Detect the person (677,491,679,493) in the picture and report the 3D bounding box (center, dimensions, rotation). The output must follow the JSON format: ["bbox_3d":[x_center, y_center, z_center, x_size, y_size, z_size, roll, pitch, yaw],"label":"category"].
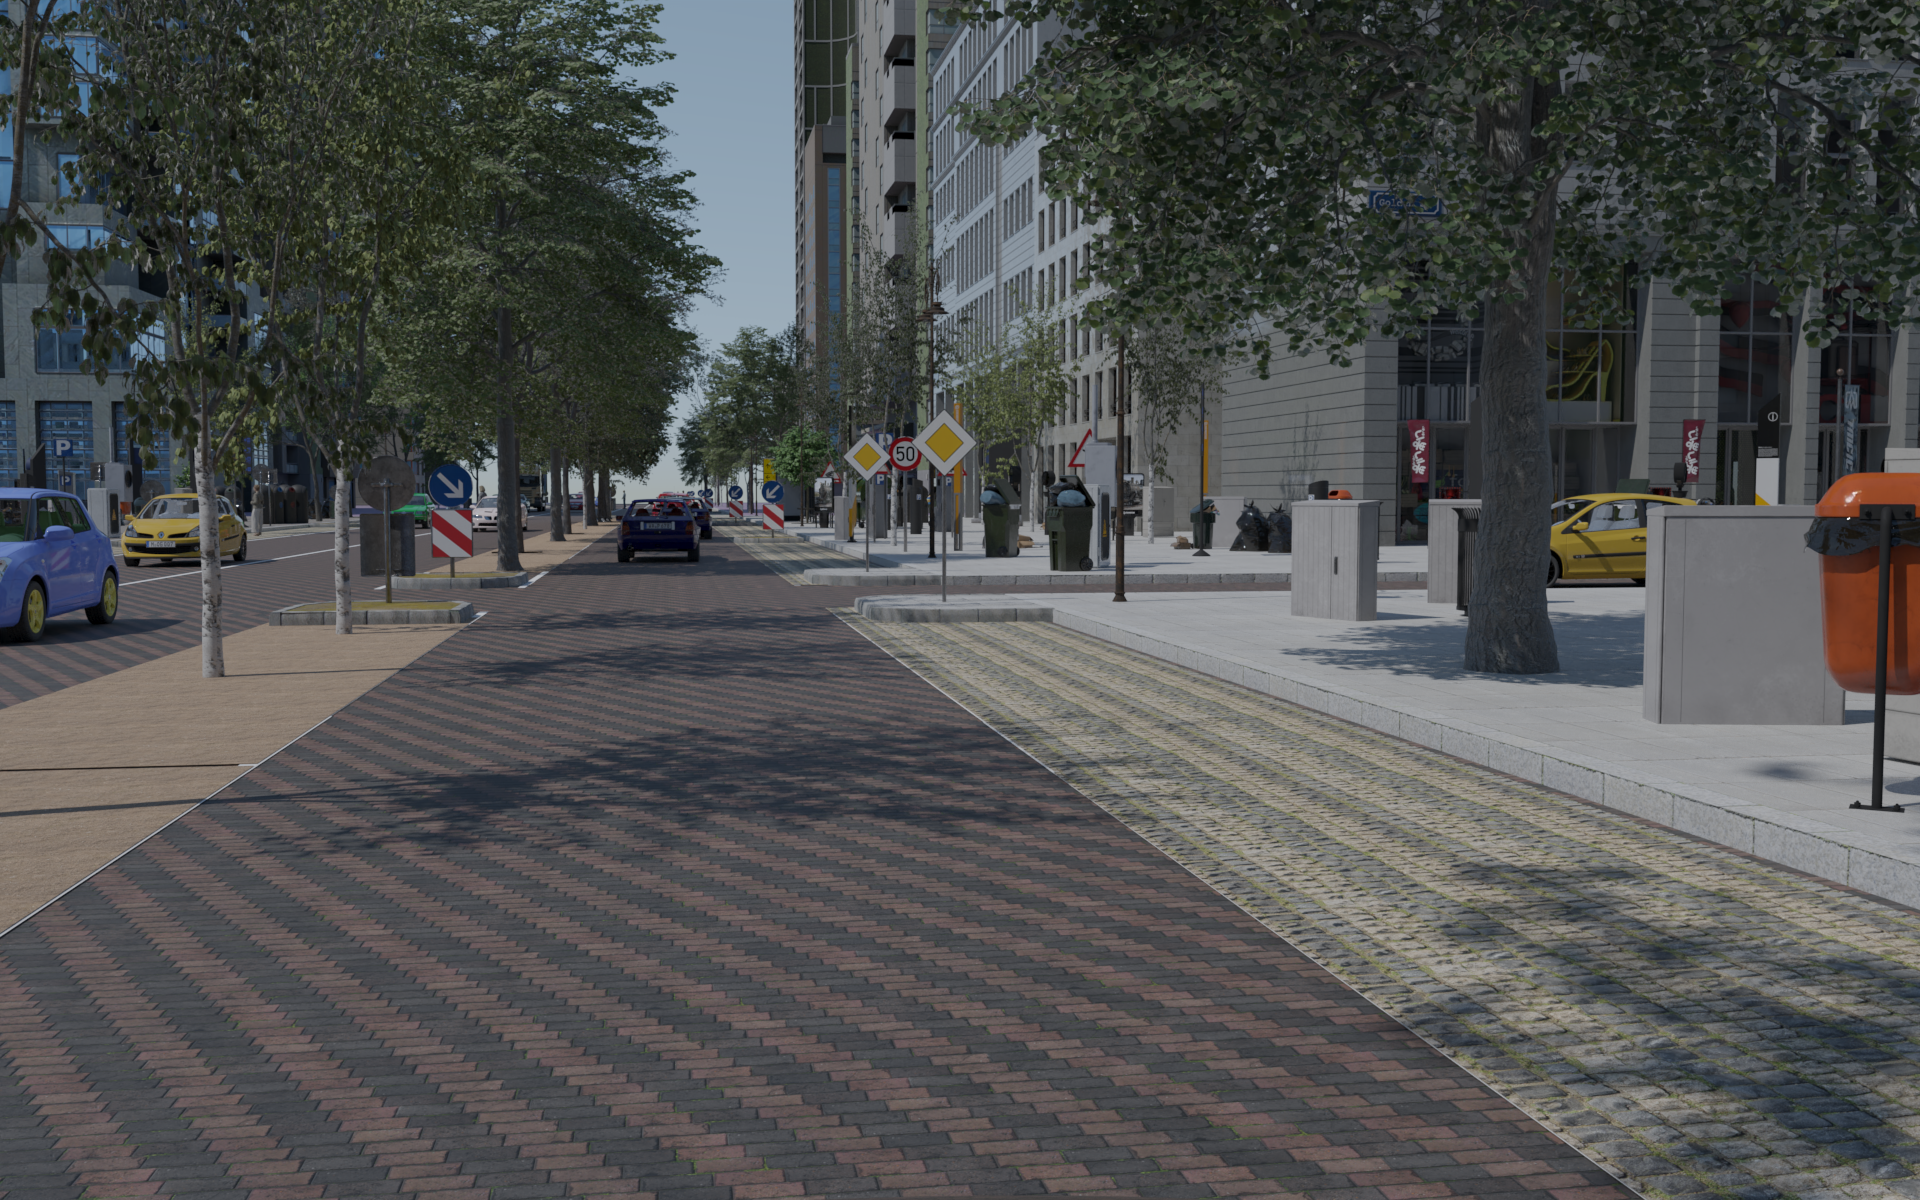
[{"bbox_3d":[-40.435,-14.664,248.243,1.348,1.826,0.705,3,5,40],"label":"person"}]

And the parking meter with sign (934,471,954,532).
[{"bbox_3d":[-0.486,-3.818,58.686,0.543,3.016,1.738,-1,4,-20],"label":"parking meter with sign"}]

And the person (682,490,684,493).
[{"bbox_3d":[-30.605,-11.214,191.814,0.705,1.831,1.348,-2,4,-30],"label":"person"}]

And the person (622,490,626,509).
[{"bbox_3d":[-32.921,-9.854,169.702,0.705,1.814,1.350,0,4,0],"label":"person"}]

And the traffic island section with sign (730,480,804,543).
[{"bbox_3d":[-5.661,-2.592,51.011,1.989,1.847,2.006,-1,4,-10],"label":"traffic island section with sign"}]

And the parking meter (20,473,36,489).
[{"bbox_3d":[-26.368,-2.650,49.042,0.255,1.863,0.399,0,4,5],"label":"parking meter"}]

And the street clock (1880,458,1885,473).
[{"bbox_3d":[17.932,-1.760,33.349,0.358,2.002,0.471,0,4,0],"label":"street clock"}]

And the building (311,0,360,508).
[{"bbox_3d":[-59.823,-30.398,147.122,14.600,45.320,14.200,-1,4,-10],"label":"building"}]

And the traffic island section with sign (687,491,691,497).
[{"bbox_3d":[-23.045,-8.859,153.476,1.989,1.847,2.006,-1,4,-10],"label":"traffic island section with sign"}]

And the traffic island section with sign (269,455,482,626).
[{"bbox_3d":[-6.635,-0.711,19.765,2.006,1.907,1.989,-1,4,-10],"label":"traffic island section with sign"}]

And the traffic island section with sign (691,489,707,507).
[{"bbox_3d":[-18.460,-7.207,126.462,1.989,1.847,2.006,-1,4,-10],"label":"traffic island section with sign"}]

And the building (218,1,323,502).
[{"bbox_3d":[-58.089,-27.500,133.223,14.154,41.232,14.086,-1,4,-10],"label":"building"}]

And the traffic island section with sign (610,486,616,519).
[{"bbox_3d":[-20.431,-5.689,101.154,2.006,1.907,1.989,-1,4,-10],"label":"traffic island section with sign"}]

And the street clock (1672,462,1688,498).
[{"bbox_3d":[16.504,-2.150,39.721,0.358,2.002,0.471,2,4,32],"label":"street clock"}]

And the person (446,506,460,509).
[{"bbox_3d":[-13.111,-2.213,44.952,0.793,1.790,0.793,-3,5,-43],"label":"person"}]

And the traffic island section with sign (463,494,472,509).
[{"bbox_3d":[-35.298,-7.073,124.268,1.989,1.847,2.006,-1,4,-10],"label":"traffic island section with sign"}]

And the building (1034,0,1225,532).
[{"bbox_3d":[9.724,-12.998,67.276,10.420,20.320,16.860,-1,4,-10],"label":"building"}]

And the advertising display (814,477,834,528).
[{"bbox_3d":[-5.120,-3.673,65.264,0.974,1.923,0.123,3,5,40],"label":"advertising display"}]

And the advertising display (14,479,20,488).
[{"bbox_3d":[-40.257,-4.219,74.196,0.123,1.923,0.974,-1,4,-10],"label":"advertising display"}]

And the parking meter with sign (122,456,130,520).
[{"bbox_3d":[-37.933,-5.022,78.366,1.738,3.016,0.543,2,4,26],"label":"parking meter with sign"}]

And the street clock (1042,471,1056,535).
[{"bbox_3d":[2.764,-3.027,54.055,0.358,2.002,0.471,-2,4,-31],"label":"street clock"}]

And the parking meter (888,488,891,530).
[{"bbox_3d":[-2.514,-3.237,61.334,0.372,1.533,0.369,0,3,0],"label":"parking meter"}]

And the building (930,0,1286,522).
[{"bbox_3d":[6.180,-19.149,90.583,11.434,29.767,29.804,-1,4,-10],"label":"building"}]

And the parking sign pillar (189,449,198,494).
[{"bbox_3d":[-29.989,-4.891,68.435,1.447,3.967,1.447,0,4,-5],"label":"parking sign pillar"}]

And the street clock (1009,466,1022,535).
[{"bbox_3d":[1.404,-2.428,44.274,0.358,2.002,0.471,-1,4,-10],"label":"street clock"}]

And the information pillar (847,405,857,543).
[{"bbox_3d":[-2.849,-3.333,45.852,0.183,3.616,0.504,1,4,11],"label":"information pillar"}]

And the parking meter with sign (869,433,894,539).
[{"bbox_3d":[-2.343,-3.298,50.189,0.543,3.016,1.738,-1,4,-14],"label":"parking meter with sign"}]

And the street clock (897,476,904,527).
[{"bbox_3d":[-2.353,-3.878,67.971,0.358,2.002,0.471,2,4,27],"label":"street clock"}]

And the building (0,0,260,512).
[{"bbox_3d":[-57.300,-48.708,109.049,22.319,86.520,31.000,-1,4,-10],"label":"building"}]

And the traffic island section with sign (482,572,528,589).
[{"bbox_3d":[-7.863,-1.158,27.070,2.006,1.907,1.989,-1,4,-10],"label":"traffic island section with sign"}]

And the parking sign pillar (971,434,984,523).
[{"bbox_3d":[1.205,-5.374,76.335,1.447,3.967,1.447,1,4,17],"label":"parking sign pillar"}]

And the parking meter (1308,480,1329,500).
[{"bbox_3d":[6.661,-1.456,32.220,0.372,1.533,0.369,0,3,0],"label":"parking meter"}]

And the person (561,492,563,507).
[{"bbox_3d":[-44.012,-11.130,191.297,1.217,1.723,0.721,3,5,42],"label":"person"}]

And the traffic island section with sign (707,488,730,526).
[{"bbox_3d":[-10.175,-4.218,77.587,1.989,1.847,2.006,-1,4,-10],"label":"traffic island section with sign"}]

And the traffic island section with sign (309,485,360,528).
[{"bbox_3d":[-26.882,-4.039,74.670,1.989,1.847,2.006,-1,4,-10],"label":"traffic island section with sign"}]

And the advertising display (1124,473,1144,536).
[{"bbox_3d":[5.155,-2.925,53.043,0.974,1.923,0.123,0,4,4],"label":"advertising display"}]

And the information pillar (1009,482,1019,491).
[{"bbox_3d":[1.983,-3.613,63.568,0.304,2.012,0.304,-2,4,-25],"label":"information pillar"}]

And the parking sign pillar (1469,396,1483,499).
[{"bbox_3d":[13.170,-3.239,41.424,1.447,3.967,1.447,-1,4,-16],"label":"parking sign pillar"}]

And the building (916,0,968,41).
[{"bbox_3d":[3.710,-26.752,120.995,14.154,41.232,14.086,-1,4,-10],"label":"building"}]

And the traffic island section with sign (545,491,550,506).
[{"bbox_3d":[-48.932,-11.998,204.795,1.989,1.847,2.006,-1,4,-10],"label":"traffic island section with sign"}]

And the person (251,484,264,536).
[{"bbox_3d":[-23.834,-3.036,58.687,0.362,1.759,0.519,1,4,10],"label":"person"}]

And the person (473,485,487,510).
[{"bbox_3d":[-20.356,-3.979,73.734,0.728,1.800,0.709,1,4,22],"label":"person"}]

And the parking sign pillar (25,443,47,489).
[{"bbox_3d":[-48.515,-6.267,90.937,1.447,3.967,1.447,0,4,0],"label":"parking sign pillar"}]

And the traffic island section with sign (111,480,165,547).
[{"bbox_3d":[-22.287,-2.384,47.604,1.989,1.847,2.006,-1,4,-10],"label":"traffic island section with sign"}]

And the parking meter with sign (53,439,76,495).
[{"bbox_3d":[-28.686,-3.636,55.701,0.543,3.016,1.738,-1,4,-20],"label":"parking meter with sign"}]

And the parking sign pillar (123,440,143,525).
[{"bbox_3d":[-34.630,-5.153,72.722,1.447,3.967,1.447,-2,4,-28],"label":"parking sign pillar"}]

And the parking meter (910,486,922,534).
[{"bbox_3d":[-1.401,-2.860,55.179,0.372,1.533,0.369,0,3,0],"label":"parking meter"}]

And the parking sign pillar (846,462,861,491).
[{"bbox_3d":[-5.762,-6.699,97.993,1.447,3.967,1.447,1,4,16],"label":"parking sign pillar"}]

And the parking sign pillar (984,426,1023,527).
[{"bbox_3d":[1.794,-4.909,68.729,1.447,3.967,1.447,0,4,2],"label":"parking sign pillar"}]

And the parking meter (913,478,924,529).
[{"bbox_3d":[-1.525,-3.526,63.362,0.399,1.863,0.255,-1,4,-10],"label":"parking meter"}]

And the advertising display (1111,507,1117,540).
[{"bbox_3d":[3.980,-2.595,47.636,0.123,1.923,0.974,3,5,40],"label":"advertising display"}]

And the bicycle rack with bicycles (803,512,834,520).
[{"bbox_3d":[-7.495,-4.538,87.573,2.925,0.926,2.852,-2,4,-32],"label":"bicycle rack with bicycles"}]

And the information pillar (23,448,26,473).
[{"bbox_3d":[-47.819,-5.945,88.557,0.183,3.616,0.504,-2,4,-30],"label":"information pillar"}]

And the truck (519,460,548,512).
[{"bbox_3d":[-35.548,-9.416,142.867,2.839,4.237,11.283,-1,4,-11],"label":"truck"}]

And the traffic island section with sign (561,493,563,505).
[{"bbox_3d":[-53.511,-13.645,231.723,1.989,1.847,2.006,-1,4,-10],"label":"traffic island section with sign"}]

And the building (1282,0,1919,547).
[{"bbox_3d":[23.413,-16.606,49.009,29.804,29.767,11.434,-1,4,-10],"label":"building"}]

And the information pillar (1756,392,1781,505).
[{"bbox_3d":[18.739,-2.984,40.143,0.504,3.616,0.183,3,4,38],"label":"information pillar"}]
